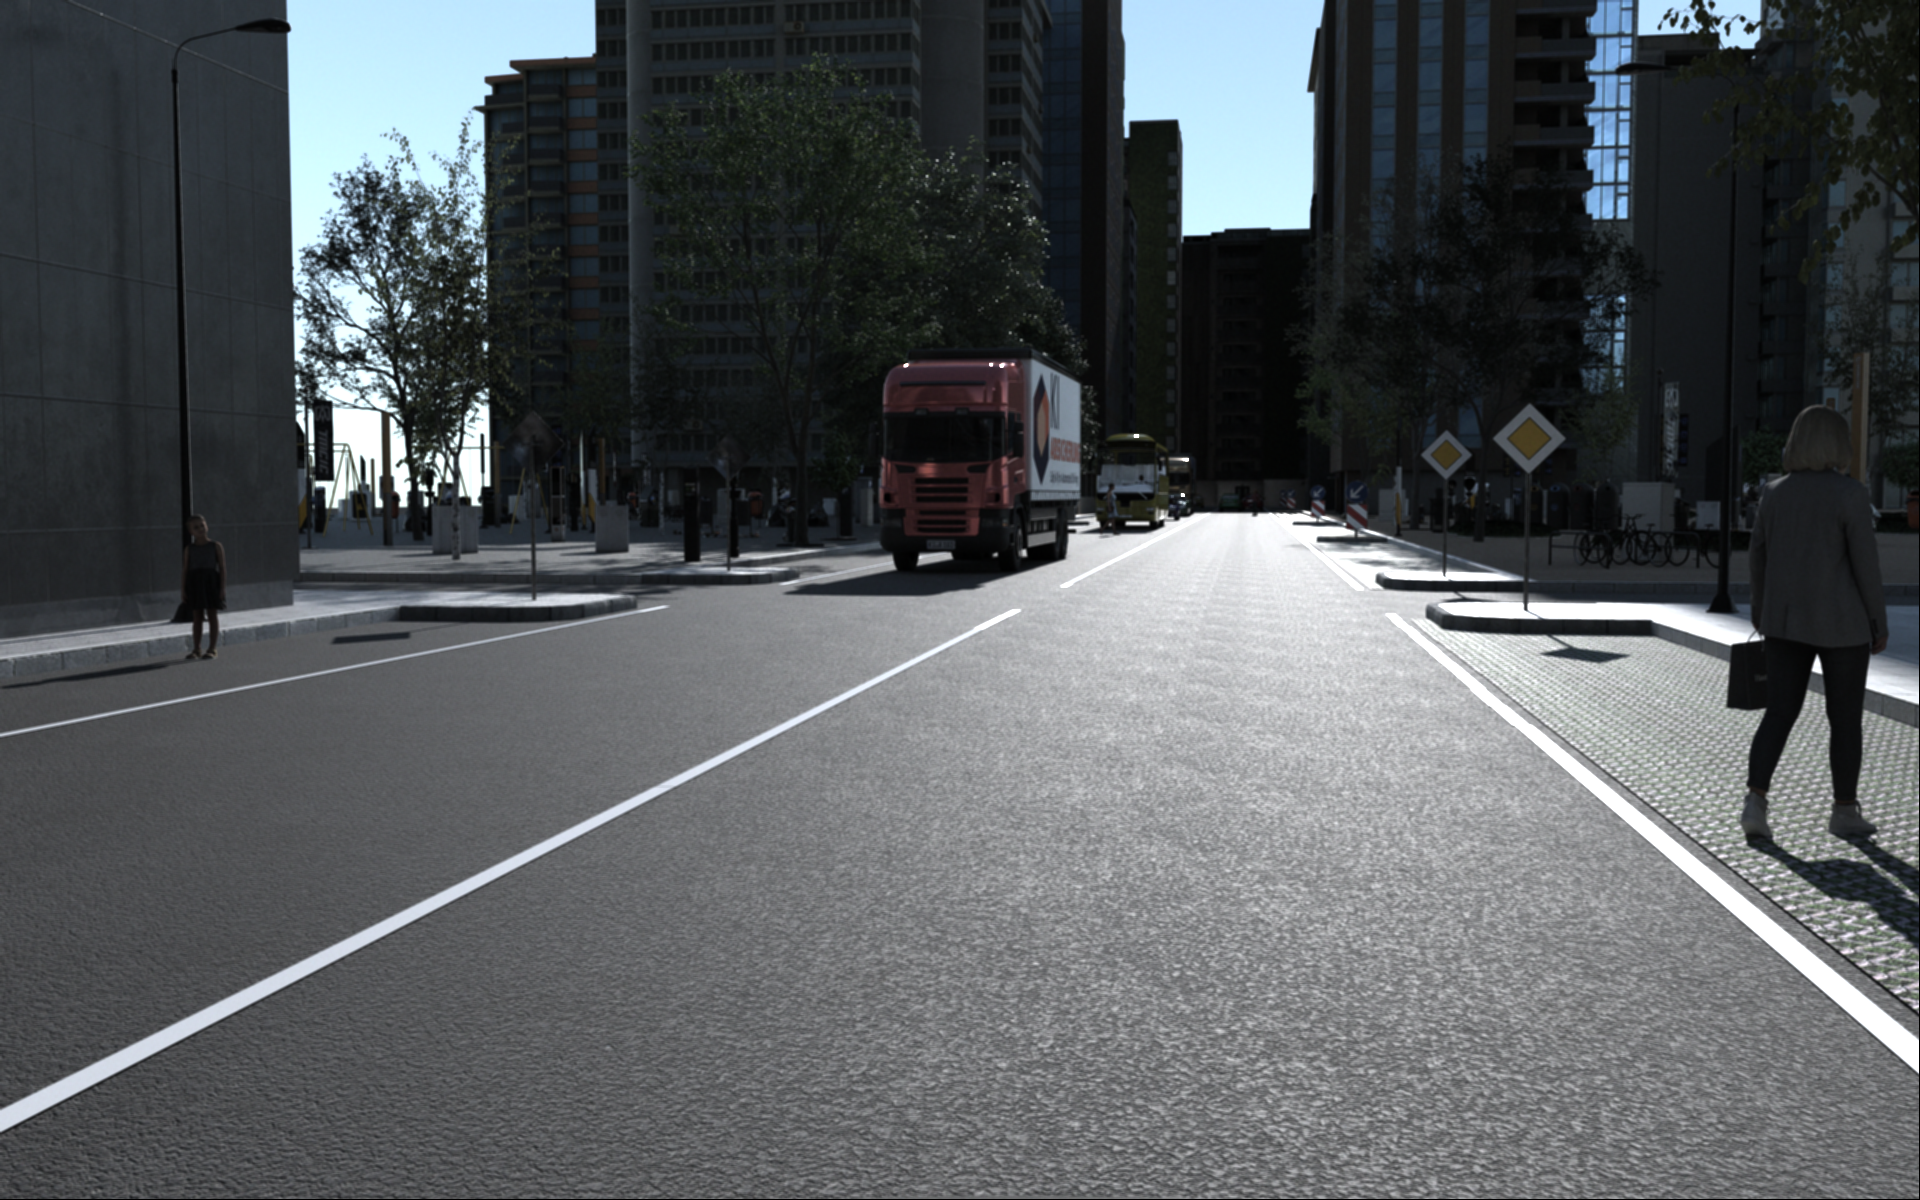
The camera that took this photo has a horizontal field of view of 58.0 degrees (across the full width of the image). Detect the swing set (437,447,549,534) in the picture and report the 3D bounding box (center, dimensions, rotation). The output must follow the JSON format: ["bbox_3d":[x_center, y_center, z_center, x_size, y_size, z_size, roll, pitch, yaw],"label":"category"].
[{"bbox_3d":[-15.655,-3.662,57.489,3.119,2.851,2.862,1,4,14],"label":"swing set"}]

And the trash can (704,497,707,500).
[{"bbox_3d":[-14.028,-5.020,93.729,0.748,1.137,0.748,0,3,0],"label":"trash can"}]

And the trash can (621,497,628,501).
[{"bbox_3d":[-19.932,-5.561,102.582,0.748,1.137,0.748,0,3,0],"label":"trash can"}]

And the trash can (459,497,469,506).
[{"bbox_3d":[-25.135,-4.640,87.515,0.748,1.137,0.748,0,3,0],"label":"trash can"}]

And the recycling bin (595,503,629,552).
[{"bbox_3d":[-7.733,-1.585,38.462,0.722,1.027,0.722,-1,4,-12],"label":"recycling bin"}]

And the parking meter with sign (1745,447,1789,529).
[{"bbox_3d":[30.007,-4.157,64.227,1.738,3.016,0.543,-1,4,-18],"label":"parking meter with sign"}]

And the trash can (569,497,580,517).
[{"bbox_3d":[-21.889,-5.297,98.263,0.748,1.137,0.748,0,3,0],"label":"trash can"}]

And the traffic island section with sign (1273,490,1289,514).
[{"bbox_3d":[24.242,-7.267,127.444,1.989,1.847,2.006,1,4,9],"label":"traffic island section with sign"}]

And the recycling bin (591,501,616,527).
[{"bbox_3d":[-13.768,-3.328,66.969,0.722,1.027,0.722,2,4,25],"label":"recycling bin"}]

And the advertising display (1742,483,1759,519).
[{"bbox_3d":[40.600,-5.113,88.818,0.974,1.923,0.123,0,4,7],"label":"advertising display"}]

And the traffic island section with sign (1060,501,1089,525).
[{"bbox_3d":[4.943,-4.365,79.998,1.989,1.847,2.006,1,4,9],"label":"traffic island section with sign"}]

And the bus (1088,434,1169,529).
[{"bbox_3d":[7.460,-5.059,74.260,2.896,3.916,12.252,1,4,9],"label":"bus"}]

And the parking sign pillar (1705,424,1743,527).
[{"bbox_3d":[29.817,-4.840,67.612,1.447,3.967,1.447,-3,4,-37],"label":"parking sign pillar"}]

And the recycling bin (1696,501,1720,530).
[{"bbox_3d":[26.151,-2.937,60.572,0.722,1.027,0.722,1,4,20],"label":"recycling bin"}]

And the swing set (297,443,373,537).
[{"bbox_3d":[-20.141,-3.426,53.634,3.119,2.851,2.862,1,4,11],"label":"swing set"}]

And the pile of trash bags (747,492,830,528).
[{"bbox_3d":[-6.838,-3.523,67.352,1.912,1.369,3.447,3,5,44],"label":"pile of trash bags"}]

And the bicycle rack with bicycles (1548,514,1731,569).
[{"bbox_3d":[11.827,-1.068,30.844,2.852,0.926,2.925,-1,4,-12],"label":"bicycle rack with bicycles"}]

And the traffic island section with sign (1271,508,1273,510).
[{"bbox_3d":[28.717,-8.916,154.404,1.989,1.847,2.006,1,4,9],"label":"traffic island section with sign"}]

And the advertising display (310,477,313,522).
[{"bbox_3d":[-25.139,-3.728,66.160,0.123,1.923,0.974,2,4,25],"label":"advertising display"}]

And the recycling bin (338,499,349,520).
[{"bbox_3d":[-30.829,-4.562,87.146,0.722,1.027,0.722,-3,4,-36],"label":"recycling bin"}]

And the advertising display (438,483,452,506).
[{"bbox_3d":[-28.746,-5.597,96.730,0.123,1.923,0.974,2,4,31],"label":"advertising display"}]

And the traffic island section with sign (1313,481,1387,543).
[{"bbox_3d":[11.653,-2.626,51.564,1.989,1.847,2.006,1,4,9],"label":"traffic island section with sign"}]

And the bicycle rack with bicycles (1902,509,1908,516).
[{"bbox_3d":[42.790,-3.817,75.795,2.925,0.926,2.852,-2,4,-35],"label":"bicycle rack with bicycles"}]

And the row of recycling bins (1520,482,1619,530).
[{"bbox_3d":[21.896,-3.373,62.259,3.534,1.692,1.069,3,5,39],"label":"row of recycling bins"}]

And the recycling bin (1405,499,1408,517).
[{"bbox_3d":[24.346,-5.098,95.906,0.722,1.027,0.722,-1,4,-9],"label":"recycling bin"}]

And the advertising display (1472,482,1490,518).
[{"bbox_3d":[27.983,-5.372,93.046,0.974,1.923,0.123,0,4,-7],"label":"advertising display"}]

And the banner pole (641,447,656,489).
[{"bbox_3d":[-16.653,-6.255,92.278,0.401,3.779,0.863,3,5,40],"label":"banner pole"}]

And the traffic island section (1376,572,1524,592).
[{"bbox_3d":[7.561,-0.287,26.972,2.009,0.180,2.903,1,4,9],"label":"traffic island section"}]

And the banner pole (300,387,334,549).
[{"bbox_3d":[-15.127,-3.104,40.768,0.863,3.779,0.401,0,4,1],"label":"banner pole"}]

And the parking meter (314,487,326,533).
[{"bbox_3d":[-21.403,-3.028,57.912,0.372,1.533,0.369,0,3,0],"label":"parking meter"}]

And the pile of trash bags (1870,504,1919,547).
[{"bbox_3d":[22.320,-2.028,42.908,1.912,1.369,3.447,-3,4,-36],"label":"pile of trash bags"}]

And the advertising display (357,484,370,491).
[{"bbox_3d":[-38.011,-6.435,110.429,0.974,1.923,0.123,2,4,28],"label":"advertising display"}]

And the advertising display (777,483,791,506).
[{"bbox_3d":[-10.746,-6.111,105.126,0.974,1.923,0.123,-2,4,-27],"label":"advertising display"}]

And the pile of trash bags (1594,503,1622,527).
[{"bbox_3d":[25.629,-3.548,67.761,3.447,1.369,1.912,-2,4,-32],"label":"pile of trash bags"}]

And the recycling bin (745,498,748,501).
[{"bbox_3d":[-12.819,-5.619,104.429,0.722,1.027,0.722,0,4,3],"label":"recycling bin"}]

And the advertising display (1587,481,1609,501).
[{"bbox_3d":[30.335,-4.721,82.408,0.974,1.923,0.123,0,4,7],"label":"advertising display"}]

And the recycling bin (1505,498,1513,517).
[{"bbox_3d":[31.625,-5.280,98.883,0.722,1.027,0.722,-3,4,-39],"label":"recycling bin"}]

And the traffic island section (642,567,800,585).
[{"bbox_3d":[-3.874,-0.403,28.866,2.009,0.180,2.903,1,4,9],"label":"traffic island section"}]

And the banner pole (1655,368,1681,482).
[{"bbox_3d":[13.933,-2.705,34.238,0.401,3.779,0.863,-1,4,-15],"label":"banner pole"}]

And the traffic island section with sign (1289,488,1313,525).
[{"bbox_3d":[16.286,-4.334,79.492,1.989,1.847,2.006,1,4,9],"label":"traffic island section with sign"}]

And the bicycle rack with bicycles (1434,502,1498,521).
[{"bbox_3d":[21.864,-3.735,74.450,2.852,0.926,2.925,0,4,2],"label":"bicycle rack with bicycles"}]

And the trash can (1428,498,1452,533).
[{"bbox_3d":[15.904,-2.799,57.423,0.748,1.137,0.748,0,3,0],"label":"trash can"}]

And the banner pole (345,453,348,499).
[{"bbox_3d":[-37.640,-7.117,106.381,0.401,3.779,0.863,-1,4,-15],"label":"banner pole"}]

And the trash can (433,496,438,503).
[{"bbox_3d":[-32.542,-5.890,107.953,0.748,1.137,0.748,0,3,0],"label":"trash can"}]

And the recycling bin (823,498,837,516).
[{"bbox_3d":[-7.699,-5.525,102.882,0.722,1.027,0.722,1,4,11],"label":"recycling bin"}]

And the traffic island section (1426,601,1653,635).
[{"bbox_3d":[6.254,0.195,19.094,2.009,0.180,2.903,1,4,9],"label":"traffic island section"}]

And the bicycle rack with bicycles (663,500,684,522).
[{"bbox_3d":[-12.892,-4.126,80.838,2.925,0.926,2.852,-3,5,-40],"label":"bicycle rack with bicycles"}]

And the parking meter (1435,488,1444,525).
[{"bbox_3d":[19.868,-3.873,71.729,0.372,1.533,0.369,0,3,0],"label":"parking meter"}]

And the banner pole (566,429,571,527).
[{"bbox_3d":[-15.122,-4.706,66.959,0.401,3.779,0.863,0,4,-4],"label":"banner pole"}]

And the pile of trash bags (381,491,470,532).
[{"bbox_3d":[-18.455,-3.051,59.638,1.912,1.369,3.447,2,4,30],"label":"pile of trash bags"}]

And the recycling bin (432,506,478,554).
[{"bbox_3d":[-10.975,-1.535,37.646,0.722,1.027,0.722,3,5,39],"label":"recycling bin"}]

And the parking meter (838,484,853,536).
[{"bbox_3d":[-3.490,-2.880,52.795,0.399,1.863,0.255,0,4,8],"label":"parking meter"}]

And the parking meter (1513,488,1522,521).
[{"bbox_3d":[23.332,-3.916,72.443,0.372,1.533,0.369,0,3,0],"label":"parking meter"}]

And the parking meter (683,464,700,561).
[{"bbox_3d":[-5.118,-1.673,33.058,0.255,1.863,0.399,0,4,1],"label":"parking meter"}]

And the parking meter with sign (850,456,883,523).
[{"bbox_3d":[-4.251,-4.900,76.373,1.738,3.016,0.543,2,4,24],"label":"parking meter with sign"}]

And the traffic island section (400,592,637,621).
[{"bbox_3d":[-5.181,0.079,20.988,2.009,0.180,2.903,1,4,9],"label":"traffic island section"}]

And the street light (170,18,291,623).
[{"bbox_3d":[-7.222,-2.729,17.163,1.470,5.913,1.316,1,4,9],"label":"street light"}]

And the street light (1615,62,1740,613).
[{"bbox_3d":[7.750,-2.824,18.720,1.470,5.913,1.316,1,4,9],"label":"street light"}]

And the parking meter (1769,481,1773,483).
[{"bbox_3d":[15.862,-1.539,33.577,0.372,1.533,0.369,0,3,0],"label":"parking meter"}]

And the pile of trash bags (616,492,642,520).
[{"bbox_3d":[-16.300,-4.706,86.703,1.912,1.369,3.447,-1,4,-17],"label":"pile of trash bags"}]
